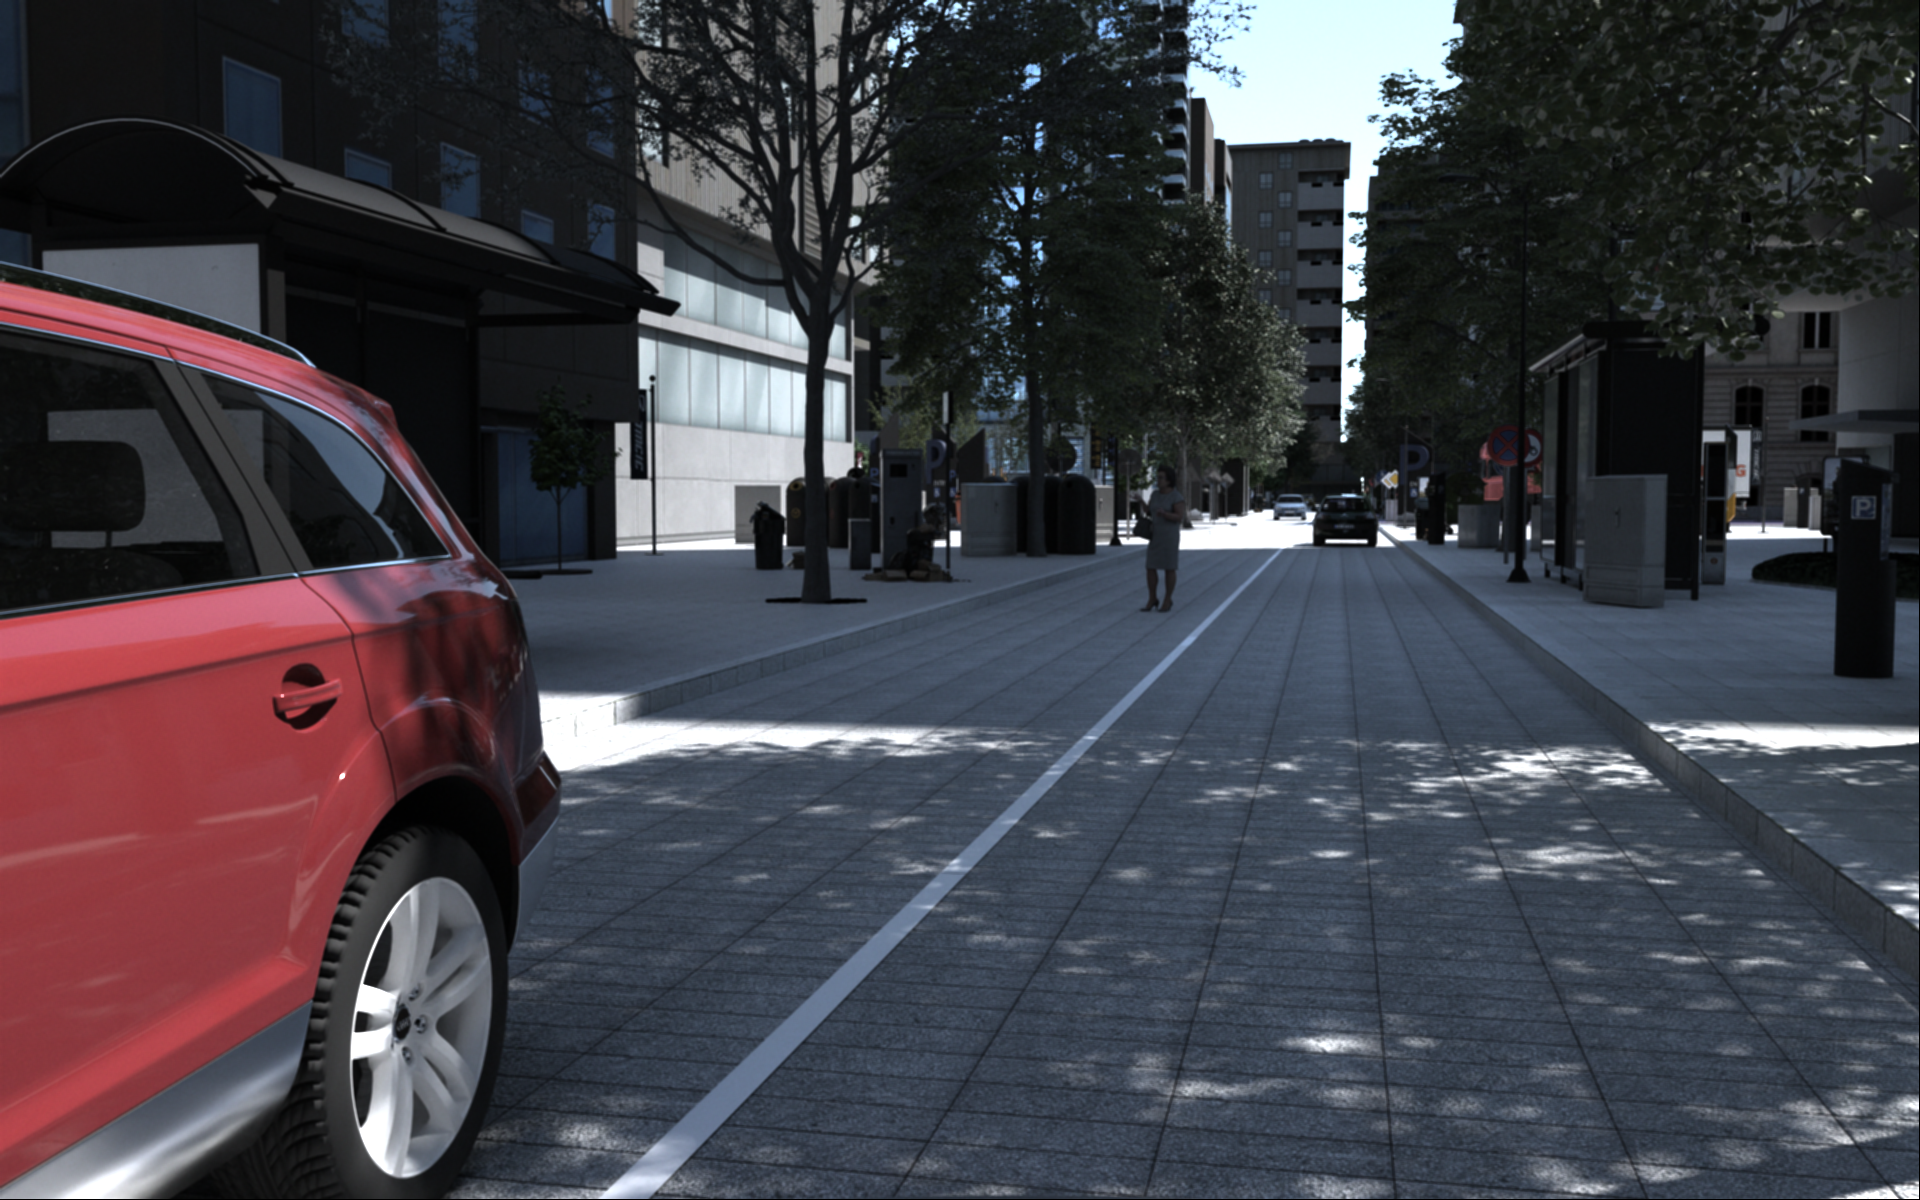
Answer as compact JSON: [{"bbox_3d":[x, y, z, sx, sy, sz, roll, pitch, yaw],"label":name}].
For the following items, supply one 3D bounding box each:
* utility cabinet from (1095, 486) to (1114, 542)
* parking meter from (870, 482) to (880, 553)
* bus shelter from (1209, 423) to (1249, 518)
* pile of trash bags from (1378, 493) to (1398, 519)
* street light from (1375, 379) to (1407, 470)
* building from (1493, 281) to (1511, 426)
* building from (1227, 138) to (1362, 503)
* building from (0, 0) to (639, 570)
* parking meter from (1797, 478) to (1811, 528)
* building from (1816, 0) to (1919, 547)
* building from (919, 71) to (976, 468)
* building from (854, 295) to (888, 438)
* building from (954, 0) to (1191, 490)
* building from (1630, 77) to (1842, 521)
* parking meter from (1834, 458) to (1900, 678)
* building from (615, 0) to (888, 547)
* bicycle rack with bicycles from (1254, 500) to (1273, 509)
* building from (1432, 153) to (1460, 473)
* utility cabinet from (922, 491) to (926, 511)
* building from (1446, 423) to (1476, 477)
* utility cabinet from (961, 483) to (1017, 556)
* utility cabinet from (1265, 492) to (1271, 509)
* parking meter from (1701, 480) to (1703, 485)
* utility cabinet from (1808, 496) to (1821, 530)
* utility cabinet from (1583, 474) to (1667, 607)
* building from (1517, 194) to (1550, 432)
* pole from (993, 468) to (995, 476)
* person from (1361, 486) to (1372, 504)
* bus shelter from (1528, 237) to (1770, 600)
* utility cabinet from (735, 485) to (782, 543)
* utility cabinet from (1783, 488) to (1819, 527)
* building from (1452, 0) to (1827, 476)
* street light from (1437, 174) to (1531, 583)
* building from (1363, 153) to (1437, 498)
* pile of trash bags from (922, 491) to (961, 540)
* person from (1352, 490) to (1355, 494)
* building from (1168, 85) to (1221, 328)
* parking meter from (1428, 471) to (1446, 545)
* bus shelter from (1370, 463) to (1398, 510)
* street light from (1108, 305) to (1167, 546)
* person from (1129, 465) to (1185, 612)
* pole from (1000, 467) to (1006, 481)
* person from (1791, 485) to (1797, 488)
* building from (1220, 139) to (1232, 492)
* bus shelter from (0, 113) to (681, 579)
[{"bbox_3d":[3.565,-2.271,45.812,1.173,1.500,0.318,-3,4,-37],"label":"utility cabinet"},{"bbox_3d":[-1.772,-1.787,37.629,0.372,1.533,0.369,0,3,0],"label":"parking meter"},{"bbox_3d":[15.228,-7.350,97.810,2.179,5.291,8.768,1,4,12],"label":"bus shelter"},{"bbox_3d":[22.232,-4.777,87.859,1.912,1.369,3.447,1,4,10],"label":"pile of trash bags"},{"bbox_3d":[17.458,-5.959,69.967,1.470,5.913,1.316,1,4,12],"label":"street light"},{"bbox_3d":[47.751,-19.052,130.588,14.460,24.649,34.723,1,4,12],"label":"building"},{"bbox_3d":[45.754,-40.835,256.892,27.495,52.752,28.713,1,4,12],"label":"building"},{"bbox_3d":[-14.642,-23.104,27.855,14.600,45.320,14.200,1,4,12],"label":"building"},{"bbox_3d":[31.548,-3.612,64.772,0.255,1.863,0.399,-2,4,-24],"label":"parking meter"},{"bbox_3d":[33.895,-27.265,35.014,28.713,52.752,27.495,1,4,12],"label":"building"},{"bbox_3d":[4.079,-38.105,212.251,27.495,52.752,28.713,1,4,12],"label":"building"},{"bbox_3d":[-20.590,-36.522,220.843,21.600,48.544,21.300,1,4,12],"label":"building"},{"bbox_3d":[12.466,-52.485,170.800,22.319,86.520,31.000,1,4,12],"label":"building"},{"bbox_3d":[47.916,-16.362,86.610,34.723,24.649,14.460,1,4,12],"label":"building"},{"bbox_3d":[6.380,-0.231,12.186,0.372,1.533,0.369,0,3,0],"label":"parking meter"},{"bbox_3d":[-18.123,-28.347,52.710,27.495,52.752,28.713,1,4,12],"label":"building"},{"bbox_3d":[25.009,-8.141,146.480,2.925,0.926,2.852,0,4,8],"label":"bicycle rack with bicycles"},{"bbox_3d":[63.537,-31.963,206.193,14.154,41.232,14.086,1,4,12],"label":"building"},{"bbox_3d":[-2.885,-7.150,125.586,0.318,1.500,1.173,2,4,29],"label":"utility cabinet"},{"bbox_3d":[63.387,-45.831,187.592,20.563,71.187,20.611,1,4,12],"label":"building"},{"bbox_3d":[0.600,-1.652,35.692,1.173,1.500,0.318,-2,4,-29],"label":"utility cabinet"},{"bbox_3d":[27.026,-8.761,151.919,0.318,1.500,1.173,1,4,19],"label":"utility cabinet"},{"bbox_3d":[29.233,-3.834,68.394,0.399,1.863,0.255,2,4,31],"label":"parking meter"},{"bbox_3d":[30.593,-3.065,61.278,1.020,1.237,0.306,0,4,-3],"label":"utility cabinet"},{"bbox_3d":[7.631,-0.688,19.936,0.318,1.500,1.173,-1,4,-12],"label":"utility cabinet"},{"bbox_3d":[39.132,-15.659,105.173,9.793,20.994,18.267,1,4,12],"label":"building"},{"bbox_3d":[2.654,-8.691,135.934,0.158,3.312,0.155,0,3,0],"label":"pole"},{"bbox_3d":[18.418,-4.272,78.588,0.600,1.795,0.529,-2,4,-28],"label":"person"},{"bbox_3d":[9.491,-2.896,24.984,2.179,5.291,8.768,1,4,12],"label":"bus shelter"},{"bbox_3d":[-5.162,-2.184,44.388,1.173,1.500,0.318,0,4,-1],"label":"utility cabinet"},{"bbox_3d":[32.116,-3.515,66.150,1.173,1.500,0.318,2,4,24],"label":"utility cabinet"},{"bbox_3d":[61.891,-35.128,163.582,28.713,52.752,27.495,1,4,12],"label":"building"},{"bbox_3d":[7.610,-3.219,25.171,1.470,5.913,1.316,1,4,12],"label":"street light"},{"bbox_3d":[68.854,-38.168,247.745,21.600,48.544,21.300,1,4,12],"label":"building"},{"bbox_3d":[-0.889,-2.342,48.038,3.447,1.369,1.912,3,5,42],"label":"pile of trash bags"},{"bbox_3d":[32.451,-8.206,143.154,0.515,1.767,0.782,2,4,24],"label":"person"},{"bbox_3d":[20.785,-33.225,193.337,14.600,45.320,14.200,1,4,12],"label":"building"},{"bbox_3d":[12.140,-2.350,44.126,0.399,1.863,0.255,-2,4,-32],"label":"parking meter"},{"bbox_3d":[28.449,-7.446,115.659,2.014,3.302,5.546,1,4,12],"label":"bus shelter"},{"bbox_3d":[4.394,-4.294,42.743,1.470,5.913,1.316,1,4,12],"label":"street light"},{"bbox_3d":[2.358,-0.748,21.091,0.716,1.782,0.532,3,5,45],"label":"person"},{"bbox_3d":[3.195,-8.481,132.511,0.158,3.312,0.155,0,3,0],"label":"pole"},{"bbox_3d":[33.008,-3.664,68.646,0.529,1.795,0.600,0,4,6],"label":"person"},{"bbox_3d":[26.056,-34.576,215.430,14.200,45.320,14.600,1,4,12],"label":"building"},{"bbox_3d":[-3.894,-1.103,11.957,2.014,3.302,5.546,1,4,12],"label":"bus shelter"}]
